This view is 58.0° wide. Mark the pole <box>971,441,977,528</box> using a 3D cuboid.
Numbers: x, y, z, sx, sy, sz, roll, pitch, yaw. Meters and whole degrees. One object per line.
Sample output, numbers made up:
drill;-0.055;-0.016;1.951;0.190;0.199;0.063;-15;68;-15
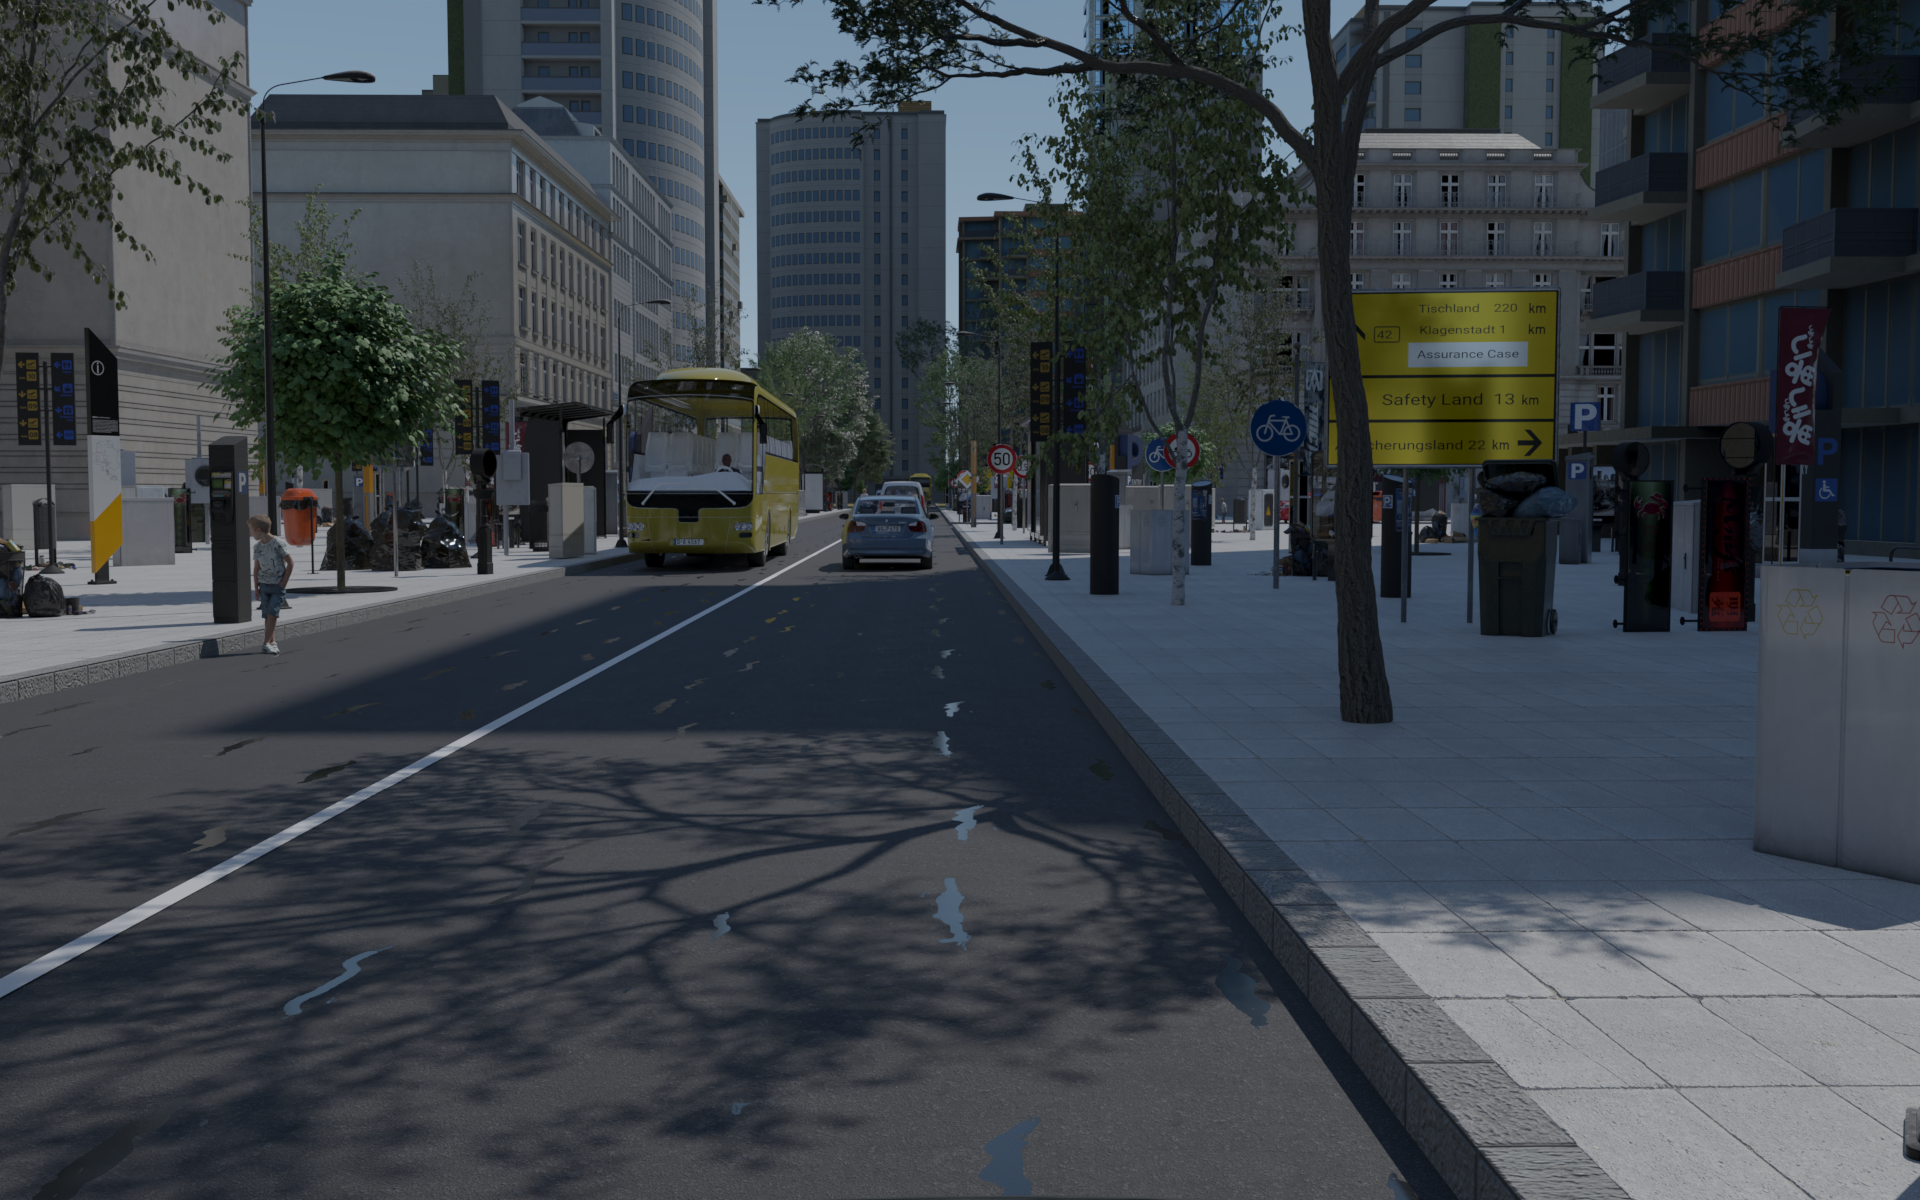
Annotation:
pole;0.523;-4.433;66.321;0.158;3.312;0.155;0;3;0

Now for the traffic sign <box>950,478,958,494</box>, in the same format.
traffic sign;-0.413;-8.503;139.124;0.768;2.556;0.104;0;4;3

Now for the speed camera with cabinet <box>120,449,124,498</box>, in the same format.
speed camera with cabinet;-29.718;-4.080;61.049;0.660;3.252;2.038;3;5;42

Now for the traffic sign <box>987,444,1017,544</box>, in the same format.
traffic sign;1.064;-2.687;44.030;0.768;2.556;0.104;0;4;-1

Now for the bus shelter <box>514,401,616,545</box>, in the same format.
bus shelter;-10.669;-3.409;47.025;1.731;3.624;6.357;0;4;-1

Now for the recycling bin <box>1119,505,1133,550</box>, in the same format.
recycling bin;3.531;-1.694;40.244;0.722;1.027;0.722;3;5;41

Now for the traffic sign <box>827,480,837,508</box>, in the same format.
traffic sign;-10.251;-8.508;139.106;0.884;2.594;0.081;0;4;4

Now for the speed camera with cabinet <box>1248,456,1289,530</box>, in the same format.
speed camera with cabinet;11.073;-4.135;61.938;0.660;3.252;2.038;3;4;39

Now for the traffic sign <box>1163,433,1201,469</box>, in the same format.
traffic sign;4.563;-2.178;35.710;0.768;2.556;0.104;0;4;1

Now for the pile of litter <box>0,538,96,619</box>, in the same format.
pile of litter;-10.074;-0.257;18.162;1.719;0.858;1.176;-1;4;-13

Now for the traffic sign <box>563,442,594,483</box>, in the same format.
traffic sign;-9.333;-2.587;42.399;0.768;2.556;0.104;0;4;0

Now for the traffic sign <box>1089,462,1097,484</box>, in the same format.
traffic sign;5.153;-4.202;68.808;0.768;2.556;0.104;0;4;7

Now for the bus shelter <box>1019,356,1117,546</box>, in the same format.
bus shelter;2.765;-4.230;46.786;2.179;5.291;8.768;0;4;-1

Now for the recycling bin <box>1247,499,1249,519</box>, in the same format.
recycling bin;14.943;-4.601;87.779;0.722;1.027;0.722;-1;4;-21

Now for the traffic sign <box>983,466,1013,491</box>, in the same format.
traffic sign;2.836;-8.144;127.023;2.265;3.308;0.079;0;4;5

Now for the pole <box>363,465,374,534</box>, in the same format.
pole;-12.987;-2.701;37.997;0.158;3.312;0.155;0;3;0

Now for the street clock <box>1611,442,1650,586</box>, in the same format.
street clock;9.331;-1.197;24.144;0.471;2.002;0.358;-1;4;-19

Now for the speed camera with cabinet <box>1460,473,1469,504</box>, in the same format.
speed camera with cabinet;33.518;-7.456;116.240;0.660;3.252;2.038;-2;4;-28

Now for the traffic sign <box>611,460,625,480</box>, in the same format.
traffic sign;-12.568;-3.929;64.349;0.768;2.556;0.104;0;4;-1

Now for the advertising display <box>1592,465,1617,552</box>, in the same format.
advertising display;14.023;-2.029;38.381;0.974;1.923;0.123;1;4;19

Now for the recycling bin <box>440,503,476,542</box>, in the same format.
recycling bin;-13.518;-2.089;46.703;0.722;1.027;0.722;2;4;30

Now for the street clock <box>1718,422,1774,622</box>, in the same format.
street clock;7.872;-0.784;17.390;0.358;2.002;0.471;-2;4;-32

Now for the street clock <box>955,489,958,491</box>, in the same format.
street clock;-0.245;-8.976;151.334;0.471;2.002;0.358;3;4;37

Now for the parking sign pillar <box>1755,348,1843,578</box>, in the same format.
parking sign pillar;12.909;-2.326;26.501;1.447;3.967;1.447;0;4;-4

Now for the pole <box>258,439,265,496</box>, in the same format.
pole;-25.955;-4.315;64.396;0.158;3.312;0.155;0;3;0

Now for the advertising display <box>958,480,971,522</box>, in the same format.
advertising display;0.303;-4.539;79.419;0.974;1.923;0.123;3;4;38

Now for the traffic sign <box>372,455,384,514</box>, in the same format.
traffic sign;-11.294;-2.061;33.801;0.768;2.556;0.104;0;4;4

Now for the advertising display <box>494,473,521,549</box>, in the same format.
advertising display;-10.623;-2.169;40.675;0.123;1.923;0.974;1;4;18

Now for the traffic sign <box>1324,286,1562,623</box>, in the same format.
traffic sign;4.759;-1.426;17.184;2.265;3.308;0.079;0;4;6

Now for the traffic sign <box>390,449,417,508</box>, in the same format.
traffic sign;-12.729;-2.403;39.397;0.768;2.556;0.104;1;4;8

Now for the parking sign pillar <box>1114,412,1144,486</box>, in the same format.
parking sign pillar;5.563;-4.190;56.972;1.447;3.967;1.447;2;4;34

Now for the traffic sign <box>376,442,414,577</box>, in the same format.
traffic sign;-8.760;-1.512;26.856;0.606;2.300;0.079;0;4;2

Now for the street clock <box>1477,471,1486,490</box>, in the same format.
street clock;15.815;-2.913;52.192;0.471;2.002;0.358;1;4;13

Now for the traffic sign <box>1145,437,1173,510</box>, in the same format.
traffic sign;4.528;-2.366;38.792;0.768;2.556;0.104;0;4;6

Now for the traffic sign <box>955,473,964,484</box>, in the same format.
traffic sign;0.150;-4.682;80.187;0.795;2.450;0.064;0;4;-1

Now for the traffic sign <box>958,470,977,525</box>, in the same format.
traffic sign;0.302;-4.193;72.204;0.795;2.450;0.064;0;4;-1

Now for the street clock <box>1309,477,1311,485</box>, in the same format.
street clock;13.664;-3.801;66.708;0.471;2.002;0.358;1;4;17

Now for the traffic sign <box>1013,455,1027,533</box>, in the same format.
traffic sign;2.082;-3.439;56.335;0.768;2.556;0.104;0;3;0

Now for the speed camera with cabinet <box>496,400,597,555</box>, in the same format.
speed camera with cabinet;-8.753;-2.588;36.653;2.038;3.252;0.660;-1;4;-13

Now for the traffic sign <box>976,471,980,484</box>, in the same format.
traffic sign;0.767;-5.470;89.433;0.884;2.594;0.081;0;4;2

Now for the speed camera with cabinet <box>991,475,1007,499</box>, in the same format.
speed camera with cabinet;2.361;-5.610;86.063;0.660;3.252;2.038;3;5;40

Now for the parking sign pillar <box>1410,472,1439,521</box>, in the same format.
parking sign pillar;22.049;-5.719;81.984;1.447;3.967;1.447;-2;4;-25

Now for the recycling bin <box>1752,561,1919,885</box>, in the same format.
recycling bin;3.323;0.396;6.078;0.722;1.027;0.722;-2;4;-29

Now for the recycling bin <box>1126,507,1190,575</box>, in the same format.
recycling bin;3.194;-0.927;27.716;0.722;1.027;0.722;-2;4;-25

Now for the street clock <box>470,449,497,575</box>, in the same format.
street clock;-7.589;-1.410;27.628;0.358;2.002;0.471;1;4;15

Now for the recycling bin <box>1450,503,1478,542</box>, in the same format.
recycling bin;13.657;-2.090;46.723;0.722;1.027;0.722;2;4;25

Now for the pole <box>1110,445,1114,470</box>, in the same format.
pole;6.337;-4.780;71.997;0.158;3.312;0.155;0;3;0

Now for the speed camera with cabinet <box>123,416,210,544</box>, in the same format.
speed camera with cabinet;-19.688;-2.999;43.377;2.038;3.252;0.660;-3;5;-41

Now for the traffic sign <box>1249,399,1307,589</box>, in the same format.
traffic sign;4.294;-1.428;23.450;0.768;2.556;0.104;0;4;4

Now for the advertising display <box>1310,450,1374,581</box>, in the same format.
advertising display;5.600;-1.237;25.438;0.974;1.923;0.123;3;5;41

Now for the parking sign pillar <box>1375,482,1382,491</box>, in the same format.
parking sign pillar;20.948;-5.986;86.349;1.447;3.967;1.447;2;4;35

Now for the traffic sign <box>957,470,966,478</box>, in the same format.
traffic sign;0.238;-5.673;92.855;0.768;2.556;0.104;0;3;0
